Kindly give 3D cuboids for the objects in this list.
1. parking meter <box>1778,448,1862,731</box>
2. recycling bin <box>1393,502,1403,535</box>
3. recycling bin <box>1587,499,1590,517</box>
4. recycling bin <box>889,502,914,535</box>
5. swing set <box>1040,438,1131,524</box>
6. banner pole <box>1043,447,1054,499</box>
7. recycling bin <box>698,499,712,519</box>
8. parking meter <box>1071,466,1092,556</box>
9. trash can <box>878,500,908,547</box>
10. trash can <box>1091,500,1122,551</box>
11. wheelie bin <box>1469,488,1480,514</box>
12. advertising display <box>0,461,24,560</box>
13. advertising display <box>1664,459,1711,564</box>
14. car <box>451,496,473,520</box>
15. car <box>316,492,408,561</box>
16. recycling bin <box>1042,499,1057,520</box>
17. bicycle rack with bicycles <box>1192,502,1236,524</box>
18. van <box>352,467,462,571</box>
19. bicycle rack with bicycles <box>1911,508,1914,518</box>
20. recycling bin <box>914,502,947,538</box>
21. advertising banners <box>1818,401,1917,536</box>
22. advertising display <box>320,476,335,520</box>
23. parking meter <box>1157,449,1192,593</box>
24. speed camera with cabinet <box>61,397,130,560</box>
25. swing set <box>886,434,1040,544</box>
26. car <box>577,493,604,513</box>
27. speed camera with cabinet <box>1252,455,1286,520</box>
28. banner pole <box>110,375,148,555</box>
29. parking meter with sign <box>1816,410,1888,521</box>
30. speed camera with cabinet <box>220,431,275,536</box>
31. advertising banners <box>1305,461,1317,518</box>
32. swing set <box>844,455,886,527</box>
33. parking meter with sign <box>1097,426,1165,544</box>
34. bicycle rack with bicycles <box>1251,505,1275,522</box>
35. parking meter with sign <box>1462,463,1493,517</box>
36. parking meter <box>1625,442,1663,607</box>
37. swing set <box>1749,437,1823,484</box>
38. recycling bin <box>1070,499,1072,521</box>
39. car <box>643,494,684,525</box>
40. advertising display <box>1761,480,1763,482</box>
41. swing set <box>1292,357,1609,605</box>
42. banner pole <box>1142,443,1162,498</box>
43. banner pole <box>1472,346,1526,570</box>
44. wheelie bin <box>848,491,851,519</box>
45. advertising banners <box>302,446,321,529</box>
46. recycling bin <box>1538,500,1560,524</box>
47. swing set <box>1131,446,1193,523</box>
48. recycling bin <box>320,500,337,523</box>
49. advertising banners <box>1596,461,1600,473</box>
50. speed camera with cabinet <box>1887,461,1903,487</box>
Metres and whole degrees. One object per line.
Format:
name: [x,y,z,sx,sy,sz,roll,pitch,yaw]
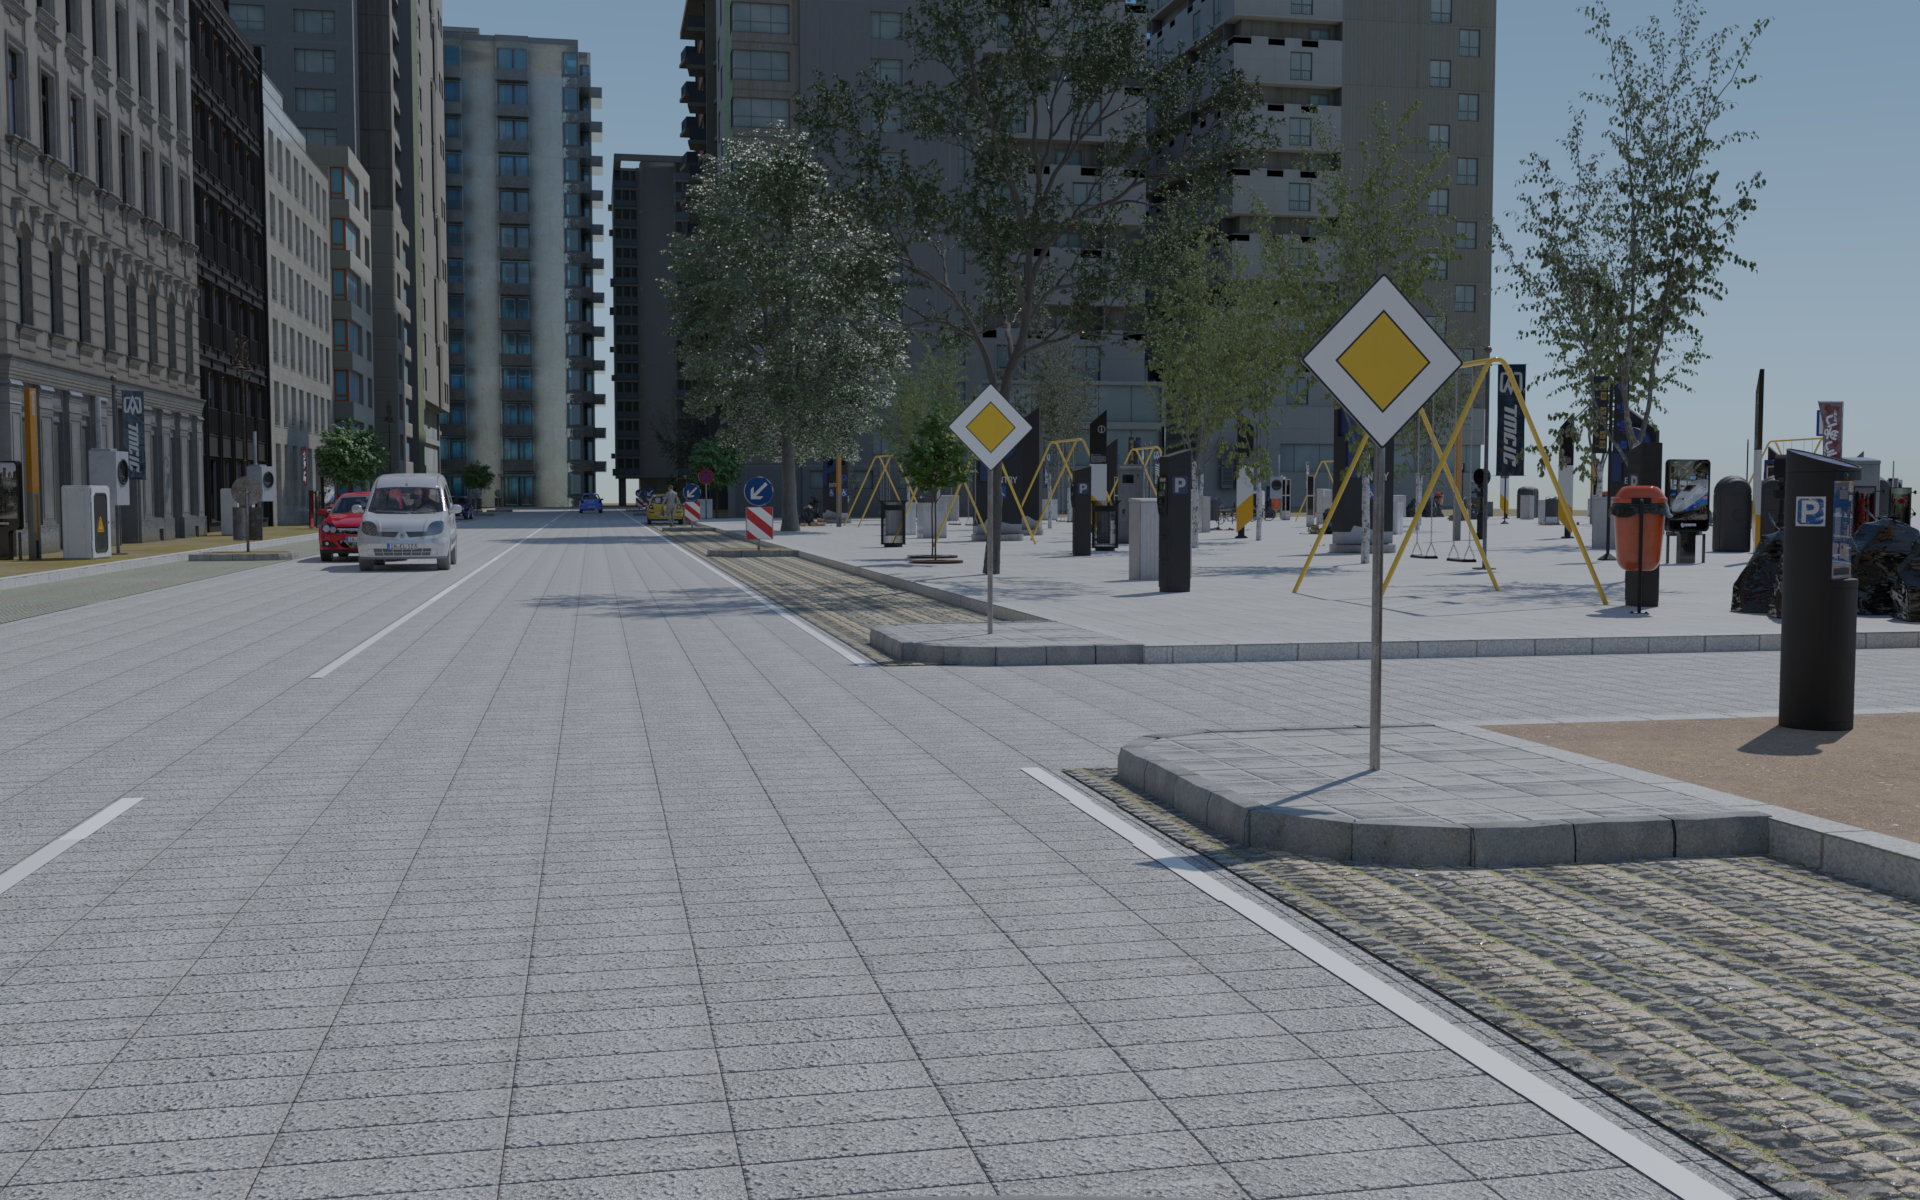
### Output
parking meter: [4.717,-0.067,9.502,0.372,1.533,0.369,0,3,0]
recycling bin: [13.646,-2.600,55.071,0.722,1.027,0.722,2,4,30]
recycling bin: [35.831,-5.211,97.746,0.722,1.027,0.722,1,4,14]
recycling bin: [-1.845,-2.539,54.066,0.722,1.027,0.722,2,4,32]
swing set: [3.032,-3.207,50.062,2.862,2.851,3.119,-1,4,-12]
banner pole: [4.685,-6.154,90.630,0.863,3.779,0.401,-2,4,-24]
recycling bin: [-12.995,-4.629,88.238,0.722,1.027,0.722,-1,4,-10]
parking meter: [2.507,-1.845,35.883,0.399,1.863,0.255,0,4,-8]
trash can: [-1.617,-1.850,41.902,0.748,1.137,0.748,0,3,0]
trash can: [3.278,-1.680,39.121,0.748,1.137,0.748,0,3,0]
wheelie bin: [27.767,-5.218,93.228,0.693,1.594,0.980,0,4,3]
advertising display: [-18.574,-1.738,33.626,0.974,1.923,0.123,1,4,23]
advertising display: [13.443,-1.640,32.030,0.974,1.923,0.123,-1,4,-21]
car: [-28.217,-5.146,96.722,1.945,1.354,3.894,-1,4,-11]
car: [-13.048,-1.793,38.358,2.155,1.783,4.494,-1,4,-13]
recycling bin: [4.297,-4.417,84.771,0.722,1.027,0.722,-2,4,-27]
bicycle rack with bicycles: [10.112,-3.680,73.547,2.925,0.926,2.852,-3,5,-40]
van: [-10.745,-1.638,33.795,2.013,2.044,4.112,-1,4,-14]
bicycle rack with bicycles: [48.163,-4.705,90.313,2.925,0.926,2.852,3,5,44]
recycling bin: [-0.820,-2.320,50.486,0.722,1.027,0.722,-1,4,-18]
advertising banners: [17.134,-2.237,32.761,2.074,3.025,0.090,0,4,-8]
advertising display: [-22.859,-3.514,62.665,0.123,1.923,0.974,0,4,3]
parking meter: [2.800,-1.036,22.653,0.399,1.863,0.255,-1,4,-21]
speed camera with cabinet: [-17.278,-2.465,34.641,0.660,3.252,2.038,0,4,-6]
swing set: [0.034,-2.893,44.921,2.862,2.851,3.119,-2,4,-23]
car: [-27.762,-7.377,130.199,1.945,1.707,3.694,-1,4,-13]
speed camera with cabinet: [15.296,-5.670,87.044,2.038,3.252,0.660,2,4,24]
banner pole: [-17.682,-2.859,36.761,0.401,3.779,0.863,3,5,42]
parking meter with sign: [18.629,-2.420,35.823,1.738,3.016,0.543,-1,4,-11]
speed camera with cabinet: [-22.224,-3.652,54.045,0.660,3.252,2.038,1,4,12]
advertising banners: [19.014,-5.927,93.094,0.090,3.025,2.074,3,4,38]
swing set: [-3.041,-4.412,69.749,2.862,2.851,3.119,-1,4,-15]
parking meter with sign: [4.419,-2.969,44.802,1.738,3.016,0.543,1,4,9]
bicycle rack with bicycles: [13.238,-4.162,81.427,2.925,0.926,2.852,1,4,16]
parking meter with sign: [29.153,-6.200,97.632,1.738,3.016,0.543,0,4,2]
parking meter: [7.814,-0.862,19.807,0.255,1.863,0.399,0,4,-4]
swing set: [23.691,-3.138,48.918,2.862,2.851,3.119,0,4,-2]
recycling bin: [5.617,-4.254,82.113,0.722,1.027,0.722,1,4,19]
car: [-14.050,-4.417,82.445,2.015,1.641,3.980,-1,4,-10]
advertising display: [37.638,-4.625,80.825,0.974,1.923,0.123,-2,4,-30]
swing set: [5.901,-1.450,21.321,2.862,2.851,3.119,0,4,-8]
banner pole: [9.459,-5.771,84.380,0.863,3.779,0.401,-1,4,-9]
banner pole: [9.166,-2.407,29.379,0.863,3.779,0.401,0,4,8]
wheelie bin: [-5.294,-4.275,77.810,0.980,1.594,0.693,2,4,32]
advertising banners: [-24.075,-4.164,64.265,0.090,3.025,2.074,0,4,-4]
recycling bin: [25.752,-3.863,75.721,0.722,1.027,0.722,0,4,-2]
swing set: [6.208,-3.692,57.992,2.862,2.851,3.119,-1,4,-9]
recycling bin: [-27.345,-3.836,75.272,0.722,1.027,0.722,-2,4,-35]
advertising banners: [34.076,-5.803,91.074,0.090,3.025,2.074,-1,4,-20]
speed camera with cabinet: [54.997,-6.657,103.181,2.038,3.252,0.660,0,4,-1]
